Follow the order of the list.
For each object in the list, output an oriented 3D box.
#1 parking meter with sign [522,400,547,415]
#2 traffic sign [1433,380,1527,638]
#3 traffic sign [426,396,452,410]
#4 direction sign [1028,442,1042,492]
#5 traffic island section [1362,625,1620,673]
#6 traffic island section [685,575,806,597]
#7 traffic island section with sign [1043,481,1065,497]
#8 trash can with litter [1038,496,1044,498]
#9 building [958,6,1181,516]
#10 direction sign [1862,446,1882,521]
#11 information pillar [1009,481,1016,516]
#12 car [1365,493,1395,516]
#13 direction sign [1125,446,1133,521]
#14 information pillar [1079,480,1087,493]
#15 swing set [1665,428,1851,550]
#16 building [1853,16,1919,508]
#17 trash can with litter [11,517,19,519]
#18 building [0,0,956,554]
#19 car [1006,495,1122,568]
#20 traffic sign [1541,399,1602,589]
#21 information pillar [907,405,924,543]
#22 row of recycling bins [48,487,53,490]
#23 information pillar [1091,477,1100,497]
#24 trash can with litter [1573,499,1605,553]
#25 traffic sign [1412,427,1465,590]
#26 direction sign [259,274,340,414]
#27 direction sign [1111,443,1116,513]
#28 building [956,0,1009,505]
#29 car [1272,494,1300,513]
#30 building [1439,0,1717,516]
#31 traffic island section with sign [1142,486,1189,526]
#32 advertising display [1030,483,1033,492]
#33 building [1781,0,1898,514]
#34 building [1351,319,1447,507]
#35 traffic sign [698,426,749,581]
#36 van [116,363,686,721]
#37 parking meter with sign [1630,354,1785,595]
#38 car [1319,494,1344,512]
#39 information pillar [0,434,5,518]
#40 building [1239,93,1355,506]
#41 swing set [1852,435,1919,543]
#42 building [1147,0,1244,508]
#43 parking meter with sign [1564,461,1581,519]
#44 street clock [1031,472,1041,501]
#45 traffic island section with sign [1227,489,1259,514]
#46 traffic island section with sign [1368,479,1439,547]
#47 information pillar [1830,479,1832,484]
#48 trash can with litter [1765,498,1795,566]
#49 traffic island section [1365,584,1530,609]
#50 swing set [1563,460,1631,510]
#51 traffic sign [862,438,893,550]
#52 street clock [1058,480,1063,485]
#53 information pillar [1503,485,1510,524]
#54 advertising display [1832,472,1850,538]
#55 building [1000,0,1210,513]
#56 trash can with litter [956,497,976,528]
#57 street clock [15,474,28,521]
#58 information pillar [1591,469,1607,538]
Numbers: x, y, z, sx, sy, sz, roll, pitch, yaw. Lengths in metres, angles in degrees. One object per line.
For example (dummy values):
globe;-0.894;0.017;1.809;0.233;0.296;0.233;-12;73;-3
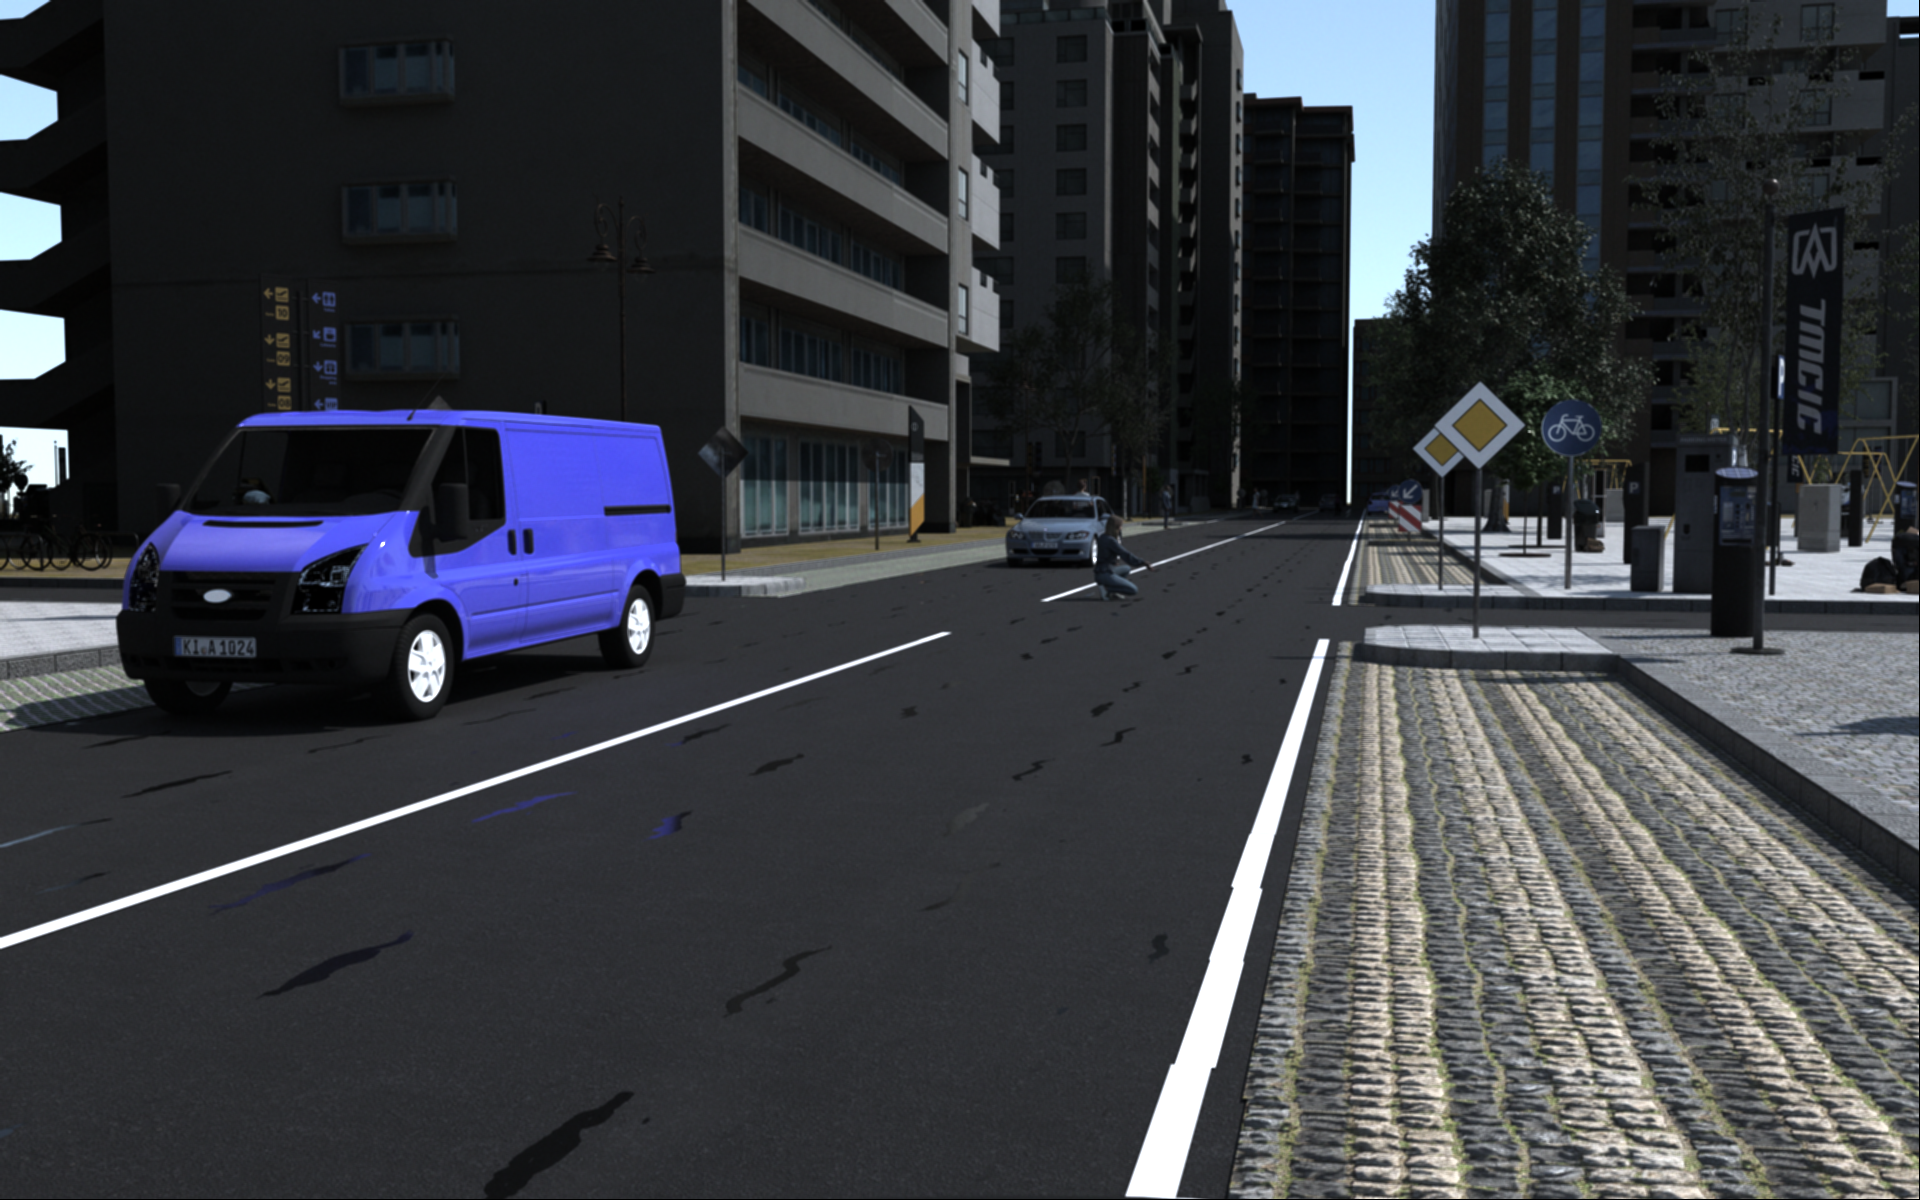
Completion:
parking meter with sign;-8.531;-2.182;31.942;1.738;3.016;0.543;-2;4;-30
traffic sign;4.591;-0.717;15.360;0.795;2.450;0.064;1;4;13
traffic sign;-5.326;-0.861;17.719;0.795;2.450;0.064;1;4;13
direction sign;3.231;-5.119;75.690;0.876;3.537;0.379;3;5;41
traffic island section;4.616;0.419;15.432;2.009;0.180;2.903;1;4;13
traffic island section;-3.511;-0.200;25.558;2.009;0.180;2.903;1;4;13
traffic island section with sign;2.693;-2.549;50.297;1.989;1.847;2.006;1;4;13
trash can with litter;5.427;-5.440;99.996;1.678;1.210;2.233;0;4;-1
building;5.885;-20.543;107.586;14.160;30.474;14.107;1;4;13
direction sign;43.526;-5.548;82.709;0.379;3.537;0.876;-3;4;-38
information pillar;3.010;-5.806;99.417;0.304;2.012;0.304;1;4;18
car;27.806;-6.420;114.560;1.945;1.707;3.694;1;4;13
direction sign;8.011;-5.501;81.939;0.379;3.537;0.876;0;4;3
information pillar;6.239;-5.118;88.164;0.304;2.012;0.304;-2;4;-28
swing set;19.173;-2.708;41.902;3.119;2.851;2.862;-2;4;-33
building;81.561;-28.640;151.852;14.086;41.232;14.154;1;4;13
trash can with litter;-47.490;-4.623;86.644;2.233;1.210;1.678;-2;4;-24
building;-12.918;-25.952;48.025;21.300;48.544;21.600;1;4;13
car;2.192;-1.435;35.464;2.014;1.417;4.499;1;4;15
traffic sign;8.219;-1.421;23.343;0.768;2.556;0.104;1;4;16
information pillar;-1.166;-3.336;45.895;0.504;3.616;0.183;-3;5;-43
row of recycling bins;-55.173;-6.022;105.579;3.534;1.692;1.069;2;4;25
information pillar;5.831;-4.296;74.737;0.304;2.012;0.304;-1;4;-10
trash can with litter;13.964;-1.644;38.262;0.624;1.170;1.055;0;4;-3
traffic sign;6.430;-1.192;23.131;0.795;2.450;0.064;1;4;13
direction sign;-6.922;-1.605;18.243;0.379;3.537;0.876;3;4;38
direction sign;6.780;-5.173;76.577;0.379;3.537;0.876;1;4;15
building;-13.471;-30.102;81.408;28.713;52.752;27.495;1;4;13
car;24.956;-7.388;132.587;2.131;1.459;4.920;1;4;13
building;37.178;-27.875;105.871;14.600;45.320;14.200;1;4;13
traffic island section with sign;9.350;-4.271;78.461;1.989;1.847;2.006;1;4;13
advertising display;4.079;-5.616;97.037;0.123;1.923;0.974;1;4;15
building;48.597;-32.727;124.333;28.713;52.752;27.495;1;4;13
building;57.772;-21.047;189.159;28.899;21.520;27.650;1;4;13
traffic sign;-3.486;-1.336;25.490;0.795;2.450;0.064;1;4;13
van;-3.886;-0.517;12.843;2.240;2.365;5.245;1;4;12
parking meter with sign;9.625;-1.596;22.362;1.738;3.016;0.543;2;4;34
car;29.769;-7.765;138.965;2.014;1.417;4.499;1;4;14
information pillar;-37.729;-4.698;68.166;0.183;3.616;0.504;-3;5;-42
building;28.910;-32.919;192.851;28.867;44.769;22.147;1;4;13
swing set;25.232;-3.017;46.943;2.862;2.851;3.119;0;4;-3
building;15.391;-33.084;164.631;21.600;48.544;21.300;1;4;13
parking meter with sign;32.083;-5.765;90.522;0.543;3.016;1.738;0;4;-2
street clock;2.544;-3.249;57.683;0.358;2.002;0.471;0;4;2
traffic island section with sign;20.327;-7.107;124.834;1.989;1.847;2.006;1;4;13
traffic island section with sign;12.315;-2.402;47.900;1.989;1.847;2.006;1;4;13
information pillar;41.256;-4.727;81.778;0.304;2.012;0.304;0;4;3
trash can with litter;14.061;-1.235;31.244;2.233;1.210;1.678;1;4;10
traffic island section;6.455;-0.056;23.203;2.009;0.180;2.903;1;4;13
swing set;29.338;-5.026;79.801;3.119;2.851;2.862;0;4;-7
traffic sign;-1.899;-2.414;39.574;0.768;2.556;0.104;1;4;18
street clock;5.270;-5.311;91.402;0.358;2.002;0.471;1;4;21
information pillar;23.226;-5.038;73.719;0.183;3.616;0.504;-1;4;-11
advertising display;25.970;-2.788;50.799;0.974;1.923;0.123;-1;4;-20
building;1.815;-26.661;127.786;32.217;40.220;23.993;1;4;13
trash can with litter;0.042;-3.320;65.665;1.055;1.170;0.624;-2;4;-32
street clock;-33.635;-3.518;62.086;0.471;2.002;0.358;2;4;26
information pillar;18.793;-2.836;50.863;0.304;2.012;0.304;2;4;27
